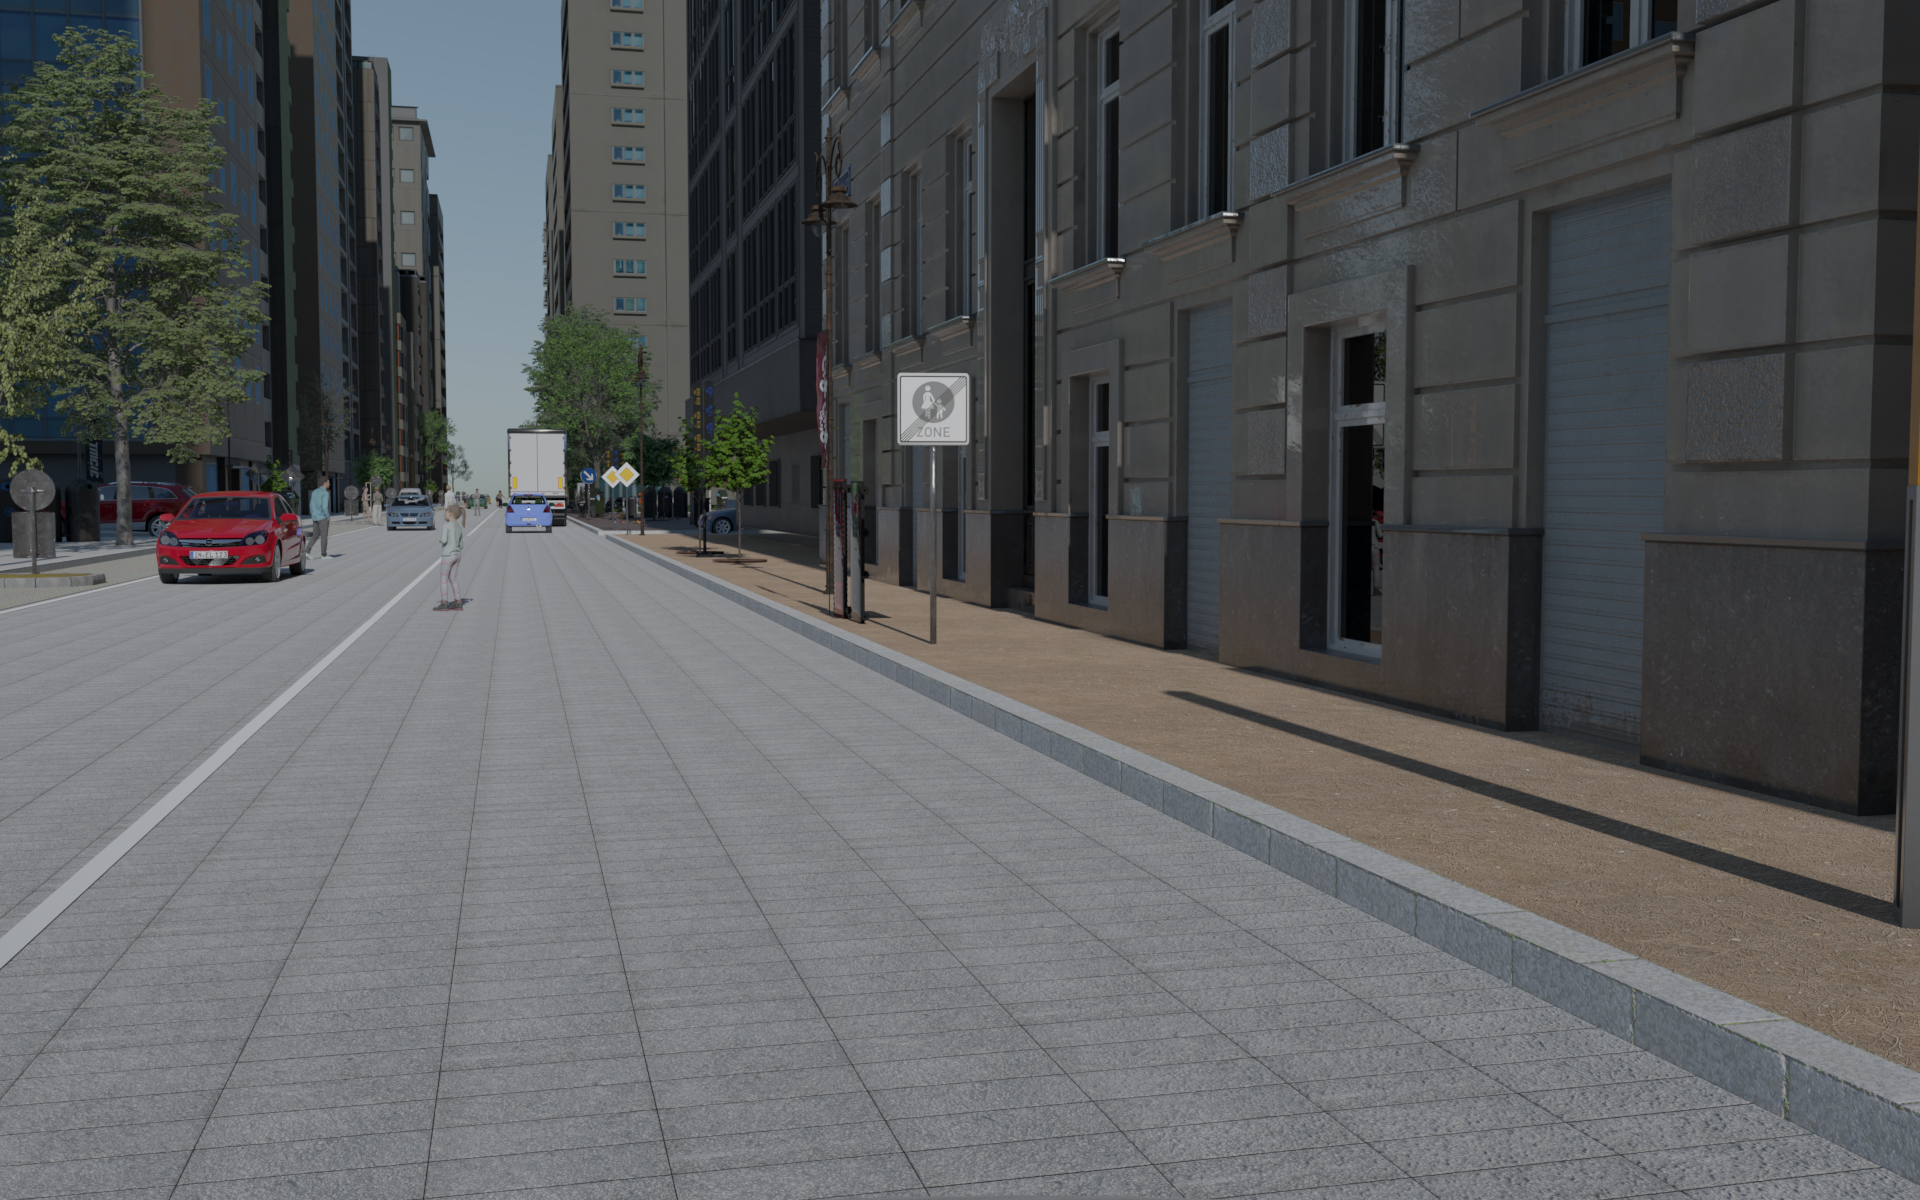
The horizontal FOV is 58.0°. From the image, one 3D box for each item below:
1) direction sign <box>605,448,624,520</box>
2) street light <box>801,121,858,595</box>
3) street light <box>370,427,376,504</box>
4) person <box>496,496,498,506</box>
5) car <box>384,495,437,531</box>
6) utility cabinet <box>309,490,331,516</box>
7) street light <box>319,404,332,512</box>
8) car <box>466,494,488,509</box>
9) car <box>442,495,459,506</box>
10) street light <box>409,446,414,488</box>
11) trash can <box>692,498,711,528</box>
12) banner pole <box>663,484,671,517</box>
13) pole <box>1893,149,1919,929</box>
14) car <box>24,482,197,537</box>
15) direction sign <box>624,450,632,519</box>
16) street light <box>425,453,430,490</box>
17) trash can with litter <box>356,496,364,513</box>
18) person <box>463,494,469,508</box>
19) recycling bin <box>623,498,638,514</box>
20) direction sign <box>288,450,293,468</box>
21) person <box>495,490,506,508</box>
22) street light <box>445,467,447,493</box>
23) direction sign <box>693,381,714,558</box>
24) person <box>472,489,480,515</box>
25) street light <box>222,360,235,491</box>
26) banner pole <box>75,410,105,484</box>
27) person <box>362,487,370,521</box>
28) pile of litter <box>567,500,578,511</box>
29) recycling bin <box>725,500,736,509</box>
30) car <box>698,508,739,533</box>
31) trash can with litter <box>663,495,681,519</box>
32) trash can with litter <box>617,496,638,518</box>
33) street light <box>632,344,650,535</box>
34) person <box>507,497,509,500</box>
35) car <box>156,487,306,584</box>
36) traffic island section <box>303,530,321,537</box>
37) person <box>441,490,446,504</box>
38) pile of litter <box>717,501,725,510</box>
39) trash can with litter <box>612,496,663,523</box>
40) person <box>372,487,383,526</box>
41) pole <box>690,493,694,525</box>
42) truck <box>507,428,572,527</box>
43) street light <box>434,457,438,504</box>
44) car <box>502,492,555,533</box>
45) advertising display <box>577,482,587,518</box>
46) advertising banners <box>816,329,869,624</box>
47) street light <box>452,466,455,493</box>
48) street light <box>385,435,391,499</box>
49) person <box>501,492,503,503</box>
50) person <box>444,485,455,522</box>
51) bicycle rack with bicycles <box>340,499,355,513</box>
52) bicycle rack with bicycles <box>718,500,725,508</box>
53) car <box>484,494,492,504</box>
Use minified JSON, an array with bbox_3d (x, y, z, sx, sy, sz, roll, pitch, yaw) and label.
[{"bbox_3d":[-17.223,-5.732,85.721,0.876,3.537,0.379,2,4,34],"label":"direction sign"},{"bbox_3d":[-1.661,-3.010,21.994,0.468,5.910,1.993,-1,4,-14],"label":"street light"},{"bbox_3d":[-40.348,-8.950,119.117,0.468,5.910,1.993,-1,4,-14],"label":"street light"},{"bbox_3d":[-52.838,-11.386,197.886,0.421,1.427,0.697,0,4,0],"label":"person"},{"bbox_3d":[-21.889,-3.491,69.085,2.014,1.417,4.499,-1,4,-15],"label":"car"},{"bbox_3d":[-37.518,-5.676,101.477,1.173,1.500,0.318,-2,4,-25],"label":"utility cabinet"},{"bbox_3d":[-32.569,-7.111,89.045,0.468,5.910,1.993,-1,4,-14],"label":"street light"},{"bbox_3d":[-46.733,-9.535,167.695,2.131,1.459,4.920,-1,4,-13],"label":"car"},{"bbox_3d":[-58.089,-11.327,197.194,2.014,1.417,4.499,-1,4,-13],"label":"car"},{"bbox_3d":[-51.857,-11.699,164.061,0.468,5.910,1.993,-1,4,-14],"label":"street light"},{"bbox_3d":[-9.907,-3.351,66.436,0.748,1.137,0.748,0,3,0],"label":"trash can"},{"bbox_3d":[-15.547,-6.217,91.670,0.401,3.779,0.863,2,4,25],"label":"banner pole"},{"bbox_3d":[2.882,-0.686,5.064,0.158,3.312,0.155,0,3,0],"label":"pole"},{"bbox_3d":[-26.452,-2.793,54.343,5.304,1.827,2.281,-1,4,-12],"label":"car"},{"bbox_3d":[-17.326,-5.991,89.944,0.876,3.537,0.379,2,4,34],"label":"direction sign"},{"bbox_3d":[-59.802,-13.573,194.703,0.468,5.910,1.993,-1,4,-14],"label":"street light"},{"bbox_3d":[-40.591,-6.484,117.405,0.624,1.170,1.055,-1,4,-9],"label":"trash can with litter"},{"bbox_3d":[-49.386,-9.883,173.313,0.697,1.427,0.421,3,4,39],"label":"person"},{"bbox_3d":[-20.961,-5.966,110.102,0.722,1.027,0.722,1,4,17],"label":"recycling bin"},{"bbox_3d":[-34.204,-5.907,88.570,0.379,3.537,0.876,0,4,-8],"label":"direction sign"},{"bbox_3d":[-46.749,-10.252,176.129,1.348,1.823,0.705,2,4,24],"label":"person"},{"bbox_3d":[-72.326,-16.576,243.803,0.468,5.910,1.993,-1,4,-14],"label":"street light"},{"bbox_3d":[-5.173,-2.631,35.008,0.379,3.537,0.876,-2,4,-35],"label":"direction sign"},{"bbox_3d":[-32.344,-6.554,115.833,0.511,1.800,0.466,0,4,-6],"label":"person"},{"bbox_3d":[-24.882,-5.270,58.950,0.468,5.910,1.993,-1,4,-14],"label":"street light"},{"bbox_3d":[-25.289,-3.684,50.254,0.863,3.779,0.401,-2,4,-31],"label":"banner pole"},{"bbox_3d":[-29.019,-4.642,84.736,0.374,1.781,0.599,-3,4,-39],"label":"person"},{"bbox_3d":[-29.659,-7.239,132.326,1.719,0.858,1.176,1,4,11],"label":"pile of litter"},{"bbox_3d":[-10.485,-4.145,80.324,0.722,1.027,0.722,-1,4,-18],"label":"recycling bin"},{"bbox_3d":[-6.825,-2.940,60.079,4.499,1.417,2.014,-1,4,-14],"label":"car"},{"bbox_3d":[-14.761,-4.698,87.866,2.233,1.210,1.678,3,5,44],"label":"trash can with litter"},{"bbox_3d":[-17.588,-4.901,91.521,0.624,1.170,1.055,2,4,35],"label":"trash can with litter"},{"bbox_3d":[-9.861,-4.943,53.601,0.468,5.910,1.993,-1,4,-14],"label":"street light"},{"bbox_3d":[-40.814,-9.143,157.979,0.705,1.826,1.348,1,4,23],"label":"person"},{"bbox_3d":[-12.231,-1.233,29.206,2.155,1.783,4.494,-1,4,-13],"label":"car"},{"bbox_3d":[-22.828,-2.262,59.265,2.009,0.180,2.903,-1,4,-14],"label":"traffic island section"},{"bbox_3d":[-41.383,-7.967,139.475,1.217,1.735,0.721,3,4,37],"label":"person"},{"bbox_3d":[-14.593,-5.682,106.872,1.719,0.858,1.176,2,4,27],"label":"pile of litter"},{"bbox_3d":[-14.500,-3.989,76.272,1.678,1.210,2.233,-3,5,-41],"label":"trash can with litter"},{"bbox_3d":[-26.274,-4.220,78.041,0.362,1.759,0.519,3,5,40],"label":"person"},{"bbox_3d":[-11.233,-4.809,72.468,0.158,3.312,0.155,0,3,0],"label":"pole"},{"bbox_3d":[-19.267,-5.536,79.425,2.839,4.237,11.283,-1,4,-13],"label":"truck"},{"bbox_3d":[-64.638,-14.726,213.550,0.468,5.910,1.993,-1,4,-14],"label":"street light"},{"bbox_3d":[-16.089,-3.364,64.588,1.945,1.707,3.694,-1,4,-14],"label":"car"},{"bbox_3d":[-20.122,-5.322,92.236,0.123,1.923,0.974,-3,4,-38],"label":"advertising display"},{"bbox_3d":[-1.236,-1.328,17.897,0.090,3.025,2.074,-1,4,-17],"label":"advertising banners"},{"bbox_3d":[-80.081,-18.416,273.880,0.468,5.910,1.993,-1,4,-14],"label":"street light"},{"bbox_3d":[-43.960,-9.819,133.335,0.468,5.910,1.993,-1,4,-14],"label":"street light"},{"bbox_3d":[-53.563,-11.787,202.153,0.436,1.711,0.756,-1,4,-21],"label":"person"},{"bbox_3d":[-20.896,-3.808,70.981,0.478,1.798,0.641,-2,4,-32],"label":"person"},{"bbox_3d":[-43.120,-6.608,121.428,2.925,0.926,2.852,-3,5,-45],"label":"bicycle rack with bicycles"},{"bbox_3d":[-14.856,-6.144,113.841,2.852,0.926,2.925,0,4,-6],"label":"bicycle rack with bicycles"},{"bbox_3d":[-66.859,-14.271,243.557,2.015,1.641,3.980,-1,4,-15],"label":"car"}]
